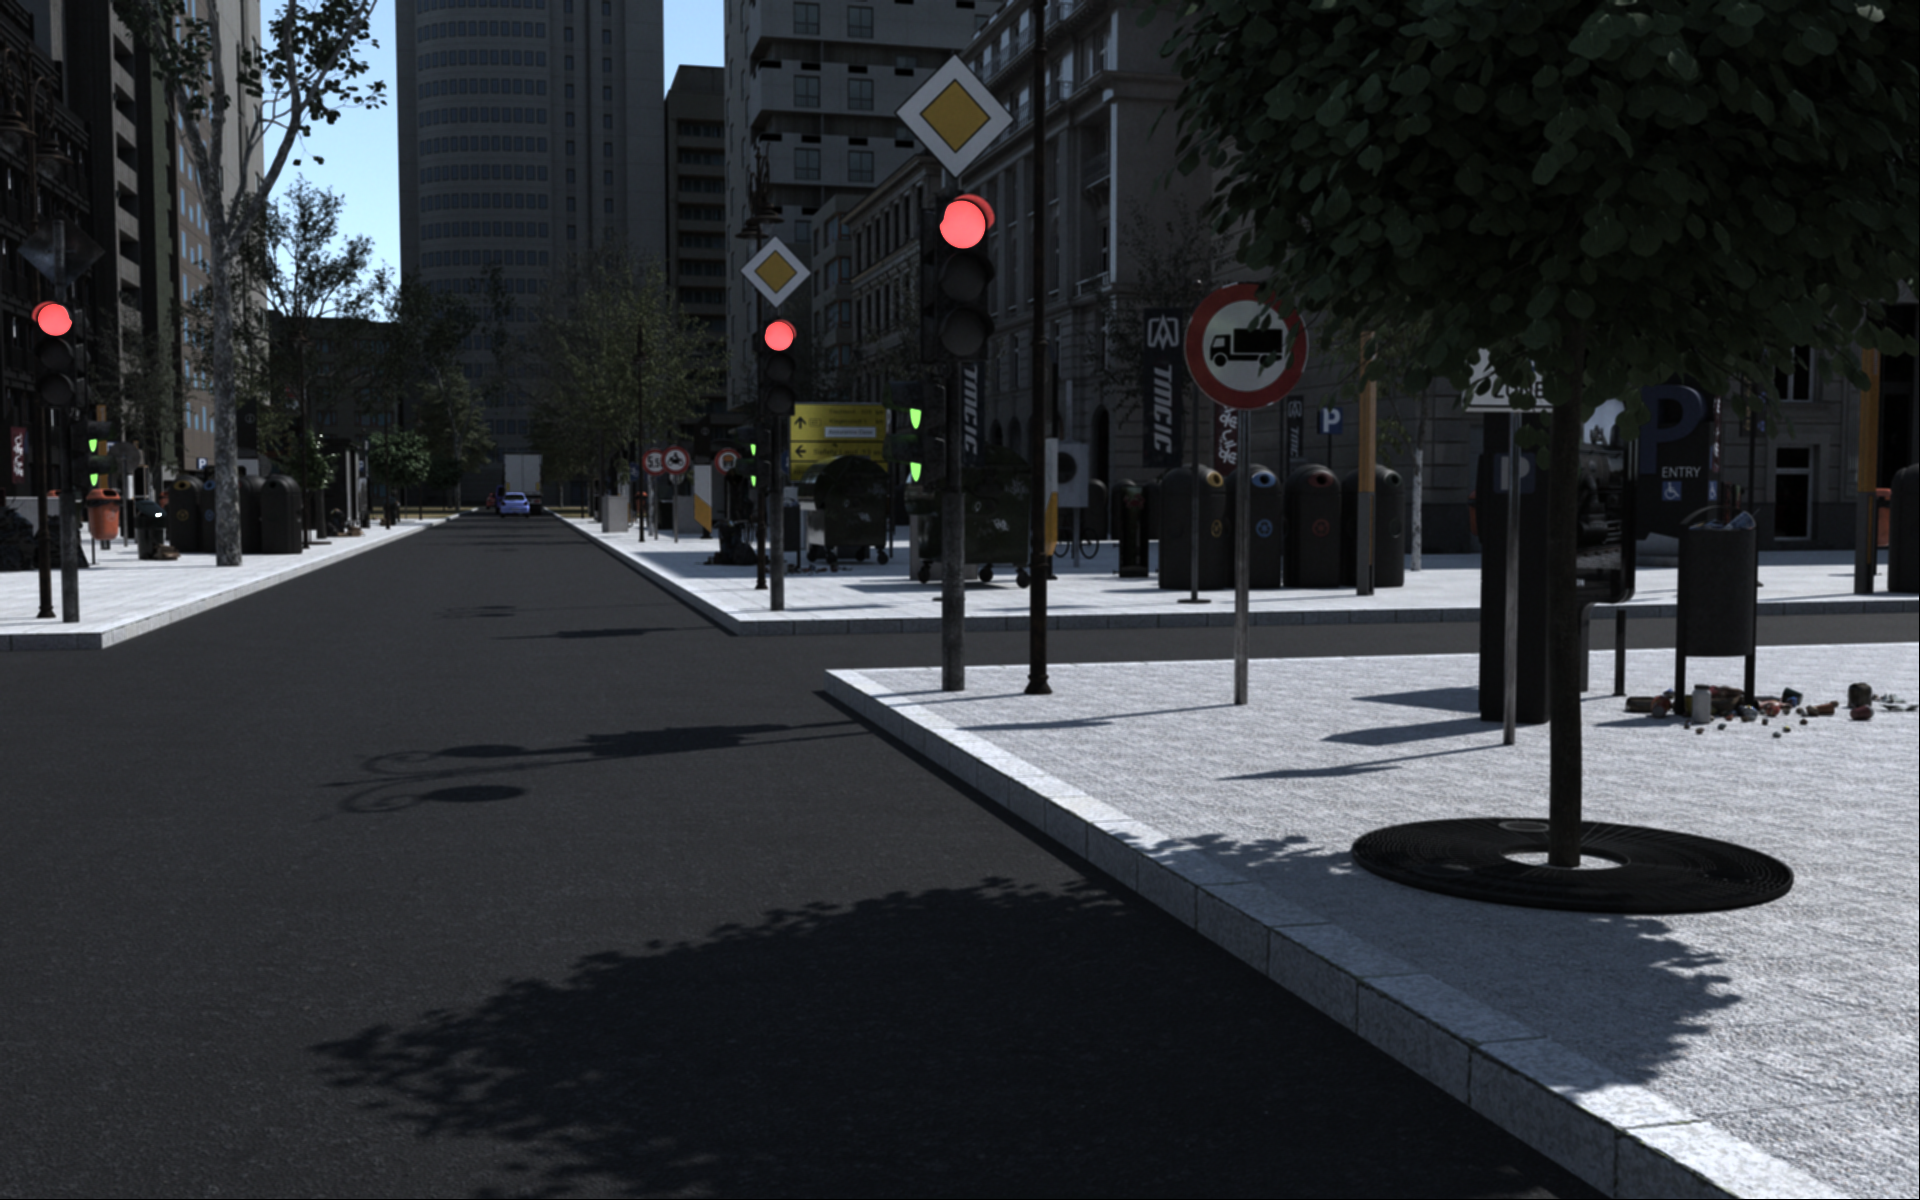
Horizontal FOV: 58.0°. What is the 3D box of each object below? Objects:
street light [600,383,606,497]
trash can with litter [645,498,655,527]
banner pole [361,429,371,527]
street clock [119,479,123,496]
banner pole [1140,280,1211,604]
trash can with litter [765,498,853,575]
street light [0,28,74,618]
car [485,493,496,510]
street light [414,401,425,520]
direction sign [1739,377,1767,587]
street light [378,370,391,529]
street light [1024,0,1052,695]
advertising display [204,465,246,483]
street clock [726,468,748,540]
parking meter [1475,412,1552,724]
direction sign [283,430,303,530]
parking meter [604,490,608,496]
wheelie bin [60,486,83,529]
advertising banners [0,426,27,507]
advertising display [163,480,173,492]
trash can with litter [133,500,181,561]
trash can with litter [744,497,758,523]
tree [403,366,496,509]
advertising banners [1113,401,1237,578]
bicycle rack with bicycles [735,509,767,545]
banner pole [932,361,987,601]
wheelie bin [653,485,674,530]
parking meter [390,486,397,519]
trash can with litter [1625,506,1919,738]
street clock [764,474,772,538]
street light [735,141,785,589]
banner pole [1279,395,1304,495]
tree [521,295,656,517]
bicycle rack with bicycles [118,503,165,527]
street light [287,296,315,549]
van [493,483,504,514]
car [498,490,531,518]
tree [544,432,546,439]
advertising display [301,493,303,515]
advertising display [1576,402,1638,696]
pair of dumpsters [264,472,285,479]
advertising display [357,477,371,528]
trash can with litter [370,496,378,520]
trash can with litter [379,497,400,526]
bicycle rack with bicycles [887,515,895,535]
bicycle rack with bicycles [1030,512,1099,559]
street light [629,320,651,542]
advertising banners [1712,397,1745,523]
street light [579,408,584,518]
[{"bbox_3d":[-14.183,-5.871,68.784,0.468,5.910,1.993,-1,4,-14],"label":"street light"},{"bbox_3d":[-11.803,-3.397,66.928,0.624,1.170,1.055,-1,4,-20],"label":"trash can with litter"},{"bbox_3d":[-22.998,-4.712,67.063,0.401,3.779,0.863,0,4,-5],"label":"banner pole"},{"bbox_3d":[-40.790,-4.881,84.367,0.358,2.002,0.471,-1,4,-20],"label":"street clock"},{"bbox_3d":[2.549,-1.860,20.428,0.863,3.779,0.401,1,4,16],"label":"banner pole"},{"bbox_3d":[-2.487,-1.071,28.565,1.678,1.210,2.233,3,5,40],"label":"trash can with litter"},{"bbox_3d":[-9.489,-2.753,17.807,0.468,5.910,1.993,-1,4,-14],"label":"street light"},{"bbox_3d":[-42.748,-9.218,159.748,2.155,1.783,4.494,-1,4,-14],"label":"car"},{"bbox_3d":[-26.881,-6.933,86.149,0.468,5.910,1.993,-1,4,-14],"label":"street light"},{"bbox_3d":[10.984,-1.959,24.022,0.379,3.537,0.876,3,5,45],"label":"direction sign"},{"bbox_3d":[-20.894,-5.523,63.084,0.468,5.910,1.993,-1,4,-14],"label":"street light"},{"bbox_3d":[0.503,-2.336,10.981,0.468,5.910,1.993,-1,4,-14],"label":"street light"},{"bbox_3d":[-16.679,-2.089,39.361,0.123,1.923,0.974,2,4,35],"label":"advertising display"},{"bbox_3d":[-6.157,-2.626,47.503,0.471,2.002,0.358,0,4,2],"label":"street clock"},{"bbox_3d":[3.129,-0.248,9.771,0.399,1.863,0.255,2,4,29],"label":"parking meter"},{"bbox_3d":[-23.338,-4.218,60.962,0.876,3.537,0.379,-1,4,-14],"label":"direction sign"},{"bbox_3d":[-18.361,-5.004,90.224,0.372,1.533,0.369,0,3,0],"label":"parking meter"},{"bbox_3d":[-32.735,-3.406,63.604,0.693,1.594,0.980,1,4,13],"label":"wheelie bin"},{"bbox_3d":[-24.507,-2.925,44.006,0.090,3.025,2.074,1,4,18],"label":"advertising banners"},{"bbox_3d":[-37.061,-4.644,81.140,0.974,1.923,0.123,3,5,44],"label":"advertising display"},{"bbox_3d":[-15.593,-1.368,33.756,1.055,1.170,0.624,2,4,32],"label":"trash can with litter"},{"bbox_3d":[-9.200,-3.992,76.655,1.055,1.170,0.624,2,4,29],"label":"trash can with litter"},{"bbox_3d":[-44.730,-14.303,151.981,7.486,12.596,7.792,0,3,0],"label":"tree"},{"bbox_3d":[3.396,-1.861,26.622,2.074,3.025,0.090,0,4,-5],"label":"advertising banners"},{"bbox_3d":[-4.459,-1.843,43.508,2.852,0.926,2.925,0,4,5],"label":"bicycle rack with bicycles"},{"bbox_3d":[0.023,-1.870,20.587,0.401,3.779,0.863,-3,5,-43],"label":"banner pole"},{"bbox_3d":[-10.715,-3.345,62.605,0.980,1.594,0.693,-2,4,-28],"label":"wheelie bin"},{"bbox_3d":[-29.185,-5.115,89.348,0.255,1.863,0.399,0,4,7],"label":"parking meter"},{"bbox_3d":[4.819,0.057,10.122,2.233,1.210,1.678,-1,4,-18],"label":"trash can with litter"},{"bbox_3d":[-5.691,-2.794,50.257,0.471,2.002,0.358,-1,4,-10],"label":"street clock"},{"bbox_3d":[-2.678,-3.082,23.185,0.468,5.910,1.993,-1,4,-14],"label":"street light"},{"bbox_3d":[7.365,-2.982,38.780,0.401,3.779,0.863,-3,4,-39],"label":"banner pole"},{"bbox_3d":[-20.427,-10.967,97.433,7.486,12.596,7.792,0,3,0],"label":"tree"},{"bbox_3d":[-32.337,-3.333,67.876,2.852,0.926,2.925,0,4,7],"label":"bicycle rack with bicycles"},{"bbox_3d":[-15.390,-4.146,40.571,0.468,5.910,1.993,-1,4,-14],"label":"street light"},{"bbox_3d":[-32.744,-7.417,125.656,2.240,2.365,5.245,-1,4,-15],"label":"van"},{"bbox_3d":[-26.936,-5.824,104.809,1.945,1.707,3.694,-1,4,-14],"label":"car"},{"bbox_3d":[-36.148,-12.687,157.787,4.360,8.622,3.978,0,3,0],"label":"tree"},{"bbox_3d":[-22.324,-3.218,57.826,0.974,1.923,0.123,0,4,6],"label":"advertising display"},{"bbox_3d":[3.925,-0.372,11.301,0.123,1.923,0.974,-3,5,-40],"label":"advertising display"},{"bbox_3d":[-26.838,-4.052,68.751,1.574,2.255,4.437,-1,4,-14],"label":"pair of dumpsters"},{"bbox_3d":[-22.419,-3.667,65.175,0.123,1.923,0.974,-3,5,-39],"label":"advertising display"},{"bbox_3d":[-29.732,-4.571,85.798,2.233,1.210,1.678,0,4,-5],"label":"trash can with litter"},{"bbox_3d":[-23.087,-3.588,70.050,0.624,1.170,1.055,0,4,-1],"label":"trash can with litter"},{"bbox_3d":[-3.211,-2.526,54.677,2.852,0.926,2.925,-1,4,-11],"label":"bicycle rack with bicycles"},{"bbox_3d":[1.102,-1.313,34.842,2.852,0.926,2.925,-2,4,-26],"label":"bicycle rack with bicycles"},{"bbox_3d":[-8.540,-4.497,46.306,0.468,5.910,1.993,-1,4,-14],"label":"street light"},{"bbox_3d":[9.910,-1.602,22.384,0.090,3.025,2.074,2,4,34],"label":"advertising banners"},{"bbox_3d":[-19.920,-7.245,91.244,0.468,5.910,1.993,-1,4,-14],"label":"street light"}]
